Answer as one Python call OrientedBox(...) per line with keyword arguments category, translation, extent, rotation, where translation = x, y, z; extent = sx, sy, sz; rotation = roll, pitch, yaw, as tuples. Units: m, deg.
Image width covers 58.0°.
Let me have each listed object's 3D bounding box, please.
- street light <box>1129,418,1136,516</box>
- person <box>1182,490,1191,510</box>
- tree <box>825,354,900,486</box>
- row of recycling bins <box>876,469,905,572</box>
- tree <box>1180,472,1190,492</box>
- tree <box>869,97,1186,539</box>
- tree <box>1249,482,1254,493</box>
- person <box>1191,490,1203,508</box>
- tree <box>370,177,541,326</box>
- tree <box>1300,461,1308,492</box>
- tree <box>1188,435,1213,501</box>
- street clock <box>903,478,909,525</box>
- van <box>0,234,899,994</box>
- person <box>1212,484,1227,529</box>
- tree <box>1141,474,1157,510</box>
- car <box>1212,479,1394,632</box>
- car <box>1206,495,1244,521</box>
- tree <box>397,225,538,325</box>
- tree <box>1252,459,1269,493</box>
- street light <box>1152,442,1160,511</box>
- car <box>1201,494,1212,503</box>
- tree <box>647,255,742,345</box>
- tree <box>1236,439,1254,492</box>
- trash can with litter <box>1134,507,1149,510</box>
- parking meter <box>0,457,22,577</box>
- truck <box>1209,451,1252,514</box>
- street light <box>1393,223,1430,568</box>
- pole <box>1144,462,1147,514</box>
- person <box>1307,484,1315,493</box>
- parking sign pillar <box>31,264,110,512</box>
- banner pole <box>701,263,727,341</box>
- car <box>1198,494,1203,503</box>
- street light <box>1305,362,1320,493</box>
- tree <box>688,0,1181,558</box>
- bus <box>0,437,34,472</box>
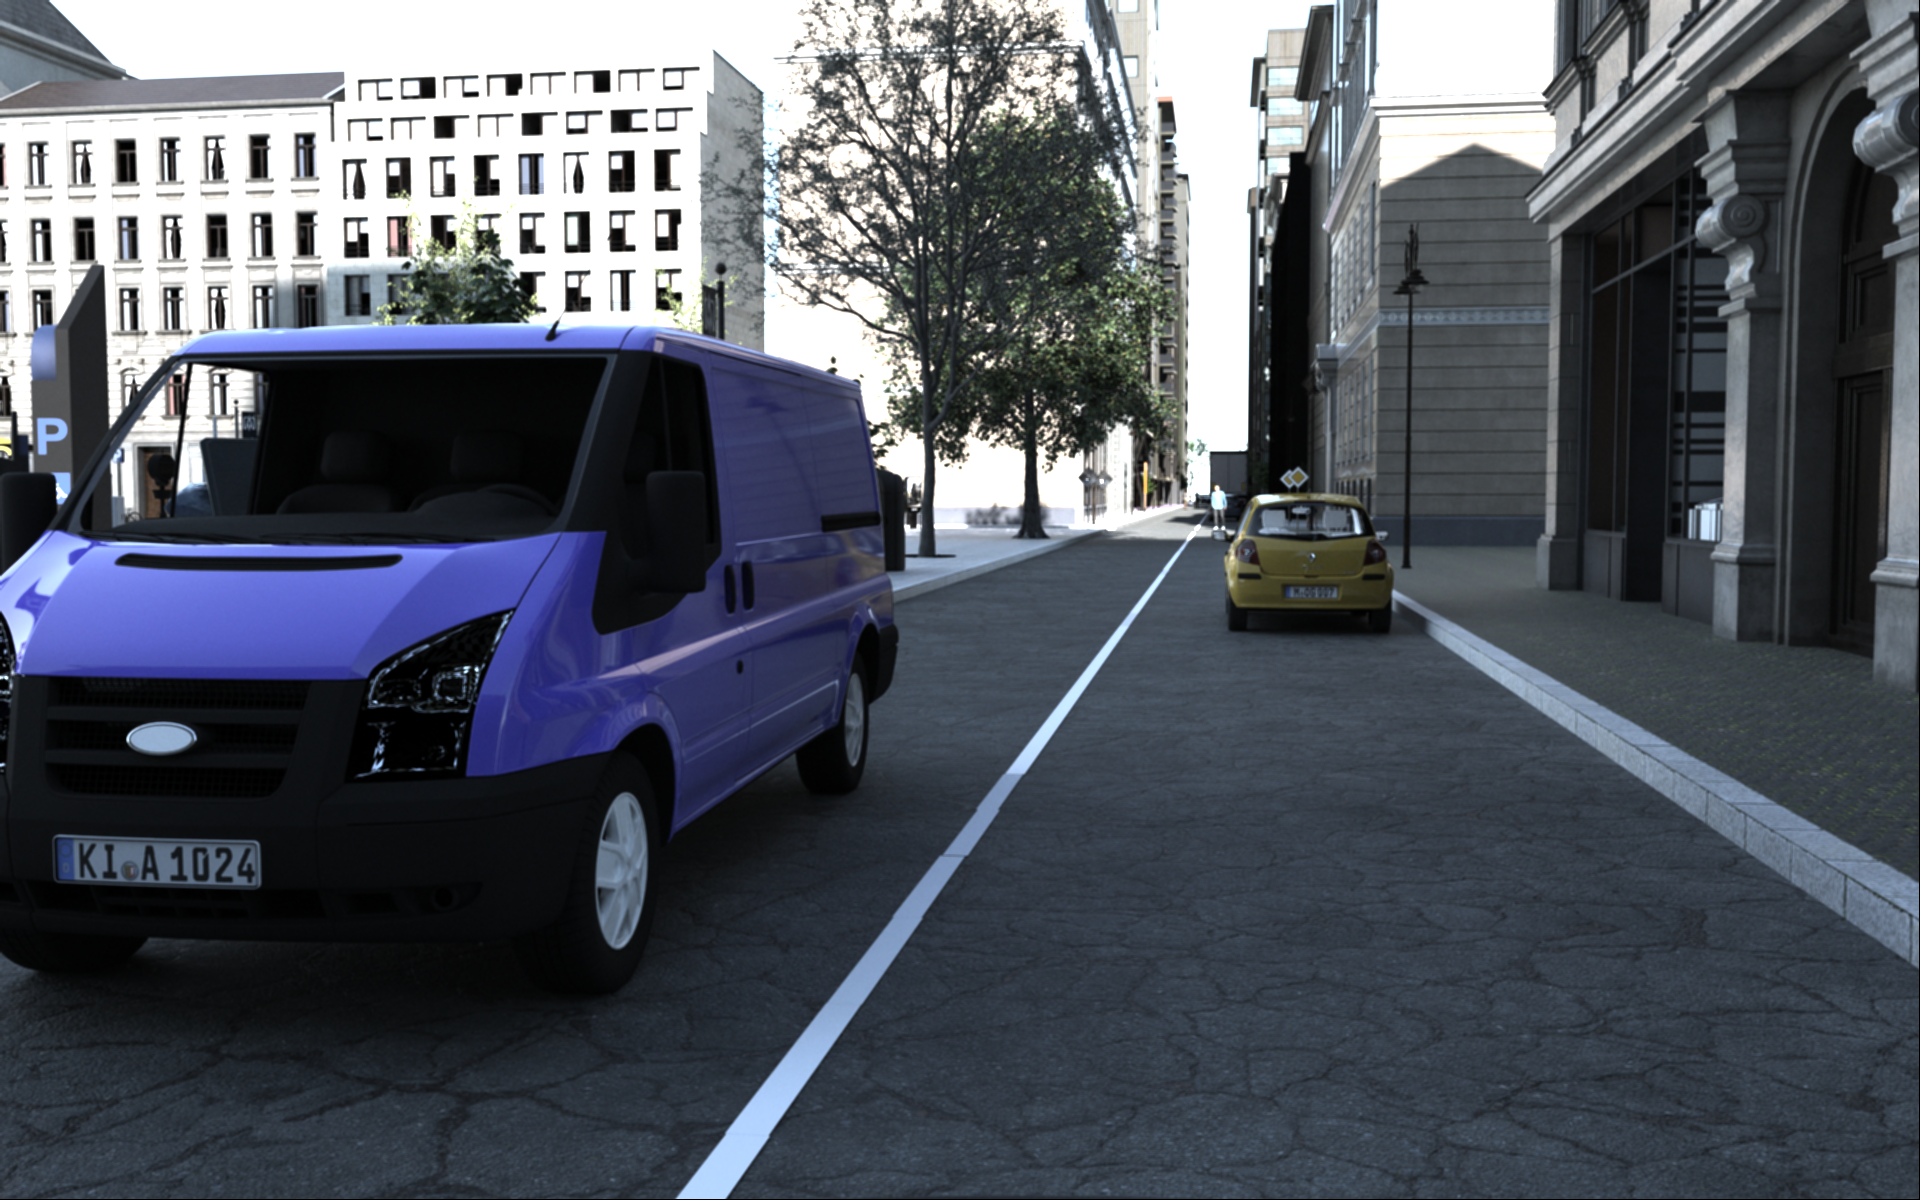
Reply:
OrientedBox(category="street light", translation=(10.271, -7.980, 103.262), extent=(0.468, 5.910, 1.993), rotation=(1, 4, 9))
OrientedBox(category="person", translation=(20.227, -8.962, 155.034), extent=(0.705, 1.824, 1.348), rotation=(-2, 4, -29))
OrientedBox(category="tree", translation=(-1.655, -1.795, 23.949), extent=(1.663, 3.219, 1.824), rotation=(0, 3, 0))
OrientedBox(category="row of recycling bins", translation=(-1.928, -1.263, 27.767), extent=(1.069, 1.692, 3.534), rotation=(2, 4, 28))
OrientedBox(category="tree", translation=(27.767, -14.600, 222.425), extent=(4.285, 4.588, 4.351), rotation=(0, 3, 0))
OrientedBox(category="tree", translation=(1.972, -8.126, 49.860), extent=(9.611, 12.733, 9.660), rotation=(0, 3, 0))
OrientedBox(category="tree", translation=(38.966, -14.293, 228.284), extent=(1.663, 3.219, 1.824), rotation=(0, 3, 0))
OrientedBox(category="person", translation=(23.586, -10.029, 172.465), extent=(1.348, 1.826, 0.705), rotation=(1, 4, 13))
OrientedBox(category="tree", translation=(-12.024, -5.535, 40.864), extent=(4.737, 8.622, 4.395), rotation=(0, 3, 0))
OrientedBox(category="tree", translation=(17.709, -5.656, 87.074), extent=(1.663, 3.219, 1.824), rotation=(0, 3, 0))
OrientedBox(category="tree", translation=(40.511, -23.082, 303.138), extent=(9.928, 11.665, 9.643), rotation=(0, 3, 0))
OrientedBox(category="street clock", translation=(-2.103, -4.107, 71.718), extent=(0.358, 2.002, 0.471), rotation=(-3, 5, -44))
OrientedBox(category="van", translation=(-1.634, -0.150, 6.840), extent=(2.240, 2.365, 5.245), rotation=(0, 4, 8))
OrientedBox(category="person", translation=(10.539, -3.780, 70.318), extent=(0.660, 1.820, 0.620), rotation=(2, 4, 25))
OrientedBox(category="tree", translation=(15.566, -9.109, 143.539), extent=(1.663, 3.219, 1.824), rotation=(0, 3, 0))
OrientedBox(category="car", translation=(3.846, -0.566, 19.482), extent=(2.015, 1.641, 3.980), rotation=(1, 4, 8))
OrientedBox(category="car", translation=(14.206, -4.936, 92.704), extent=(2.014, 1.417, 4.499), rotation=(0, 4, 7))
OrientedBox(category="tree", translation=(-3.323, -1.094, 12.494), extent=(1.663, 3.219, 1.824), rotation=(0, 3, 0))
OrientedBox(category="tree", translation=(26.362, -9.970, 146.727), extent=(4.285, 4.588, 4.351), rotation=(0, 3, 0))
OrientedBox(category="street light", translation=(15.058, -9.897, 134.600), extent=(0.468, 5.910, 1.993), rotation=(1, 4, 9))
OrientedBox(category="car", translation=(37.715, -15.465, 264.653), extent=(2.131, 1.459, 4.920), rotation=(0, 4, 7))
OrientedBox(category="tree", translation=(-8.635, -6.324, 53.752), extent=(4.737, 8.622, 4.395), rotation=(0, 3, 0))
OrientedBox(category="tree", translation=(39.043, -17.299, 233.204), extent=(4.737, 8.622, 4.395), rotation=(0, 3, 0))
OrientedBox(category="trash can with litter", translation=(14.357, -7.833, 139.127), extent=(2.233, 1.210, 1.678), rotation=(2, 4, 26))
OrientedBox(category="parking meter", translation=(-14.836, -1.303, 27.012), extent=(0.255, 1.863, 0.399), rotation=(2, 4, 32))
OrientedBox(category="truck", translation=(18.266, -7.845, 117.171), extent=(2.839, 4.237, 11.283), rotation=(1, 4, 10))
OrientedBox(category="street light", translation=(7.730, -3.488, 29.810), extent=(0.468, 5.910, 1.993), rotation=(1, 4, 9))
OrientedBox(category="pole", translation=(11.934, -7.205, 111.644), extent=(0.158, 3.312, 0.155), rotation=(0, 3, 0))
OrientedBox(category="person", translation=(13.164, -3.451, 64.955), extent=(0.581, 1.822, 0.654), rotation=(-1, 4, -20))
OrientedBox(category="parking sign pillar", translation=(-10.141, -1.915, 19.782), extent=(1.447, 3.967, 1.447), rotation=(-1, 4, -9))
OrientedBox(category="banner pole", translation=(-2.630, -1.749, 18.615), extent=(0.401, 3.779, 0.863), rotation=(1, 4, 10))
OrientedBox(category="car", translation=(39.375, -16.393, 279.821), extent=(2.131, 1.459, 4.920), rotation=(0, 4, 8))
OrientedBox(category="street light", translation=(12.393, -5.389, 60.901), extent=(0.468, 5.910, 1.993), rotation=(1, 4, 9))
OrientedBox(category="tree", translation=(-0.523, -7.610, 34.790), extent=(12.009, 13.543, 11.850), rotation=(0, 3, 0))
OrientedBox(category="bus", translation=(-45.169, -5.105, 75.015), extent=(12.252, 3.916, 2.896), rotation=(0, 4, 8))
